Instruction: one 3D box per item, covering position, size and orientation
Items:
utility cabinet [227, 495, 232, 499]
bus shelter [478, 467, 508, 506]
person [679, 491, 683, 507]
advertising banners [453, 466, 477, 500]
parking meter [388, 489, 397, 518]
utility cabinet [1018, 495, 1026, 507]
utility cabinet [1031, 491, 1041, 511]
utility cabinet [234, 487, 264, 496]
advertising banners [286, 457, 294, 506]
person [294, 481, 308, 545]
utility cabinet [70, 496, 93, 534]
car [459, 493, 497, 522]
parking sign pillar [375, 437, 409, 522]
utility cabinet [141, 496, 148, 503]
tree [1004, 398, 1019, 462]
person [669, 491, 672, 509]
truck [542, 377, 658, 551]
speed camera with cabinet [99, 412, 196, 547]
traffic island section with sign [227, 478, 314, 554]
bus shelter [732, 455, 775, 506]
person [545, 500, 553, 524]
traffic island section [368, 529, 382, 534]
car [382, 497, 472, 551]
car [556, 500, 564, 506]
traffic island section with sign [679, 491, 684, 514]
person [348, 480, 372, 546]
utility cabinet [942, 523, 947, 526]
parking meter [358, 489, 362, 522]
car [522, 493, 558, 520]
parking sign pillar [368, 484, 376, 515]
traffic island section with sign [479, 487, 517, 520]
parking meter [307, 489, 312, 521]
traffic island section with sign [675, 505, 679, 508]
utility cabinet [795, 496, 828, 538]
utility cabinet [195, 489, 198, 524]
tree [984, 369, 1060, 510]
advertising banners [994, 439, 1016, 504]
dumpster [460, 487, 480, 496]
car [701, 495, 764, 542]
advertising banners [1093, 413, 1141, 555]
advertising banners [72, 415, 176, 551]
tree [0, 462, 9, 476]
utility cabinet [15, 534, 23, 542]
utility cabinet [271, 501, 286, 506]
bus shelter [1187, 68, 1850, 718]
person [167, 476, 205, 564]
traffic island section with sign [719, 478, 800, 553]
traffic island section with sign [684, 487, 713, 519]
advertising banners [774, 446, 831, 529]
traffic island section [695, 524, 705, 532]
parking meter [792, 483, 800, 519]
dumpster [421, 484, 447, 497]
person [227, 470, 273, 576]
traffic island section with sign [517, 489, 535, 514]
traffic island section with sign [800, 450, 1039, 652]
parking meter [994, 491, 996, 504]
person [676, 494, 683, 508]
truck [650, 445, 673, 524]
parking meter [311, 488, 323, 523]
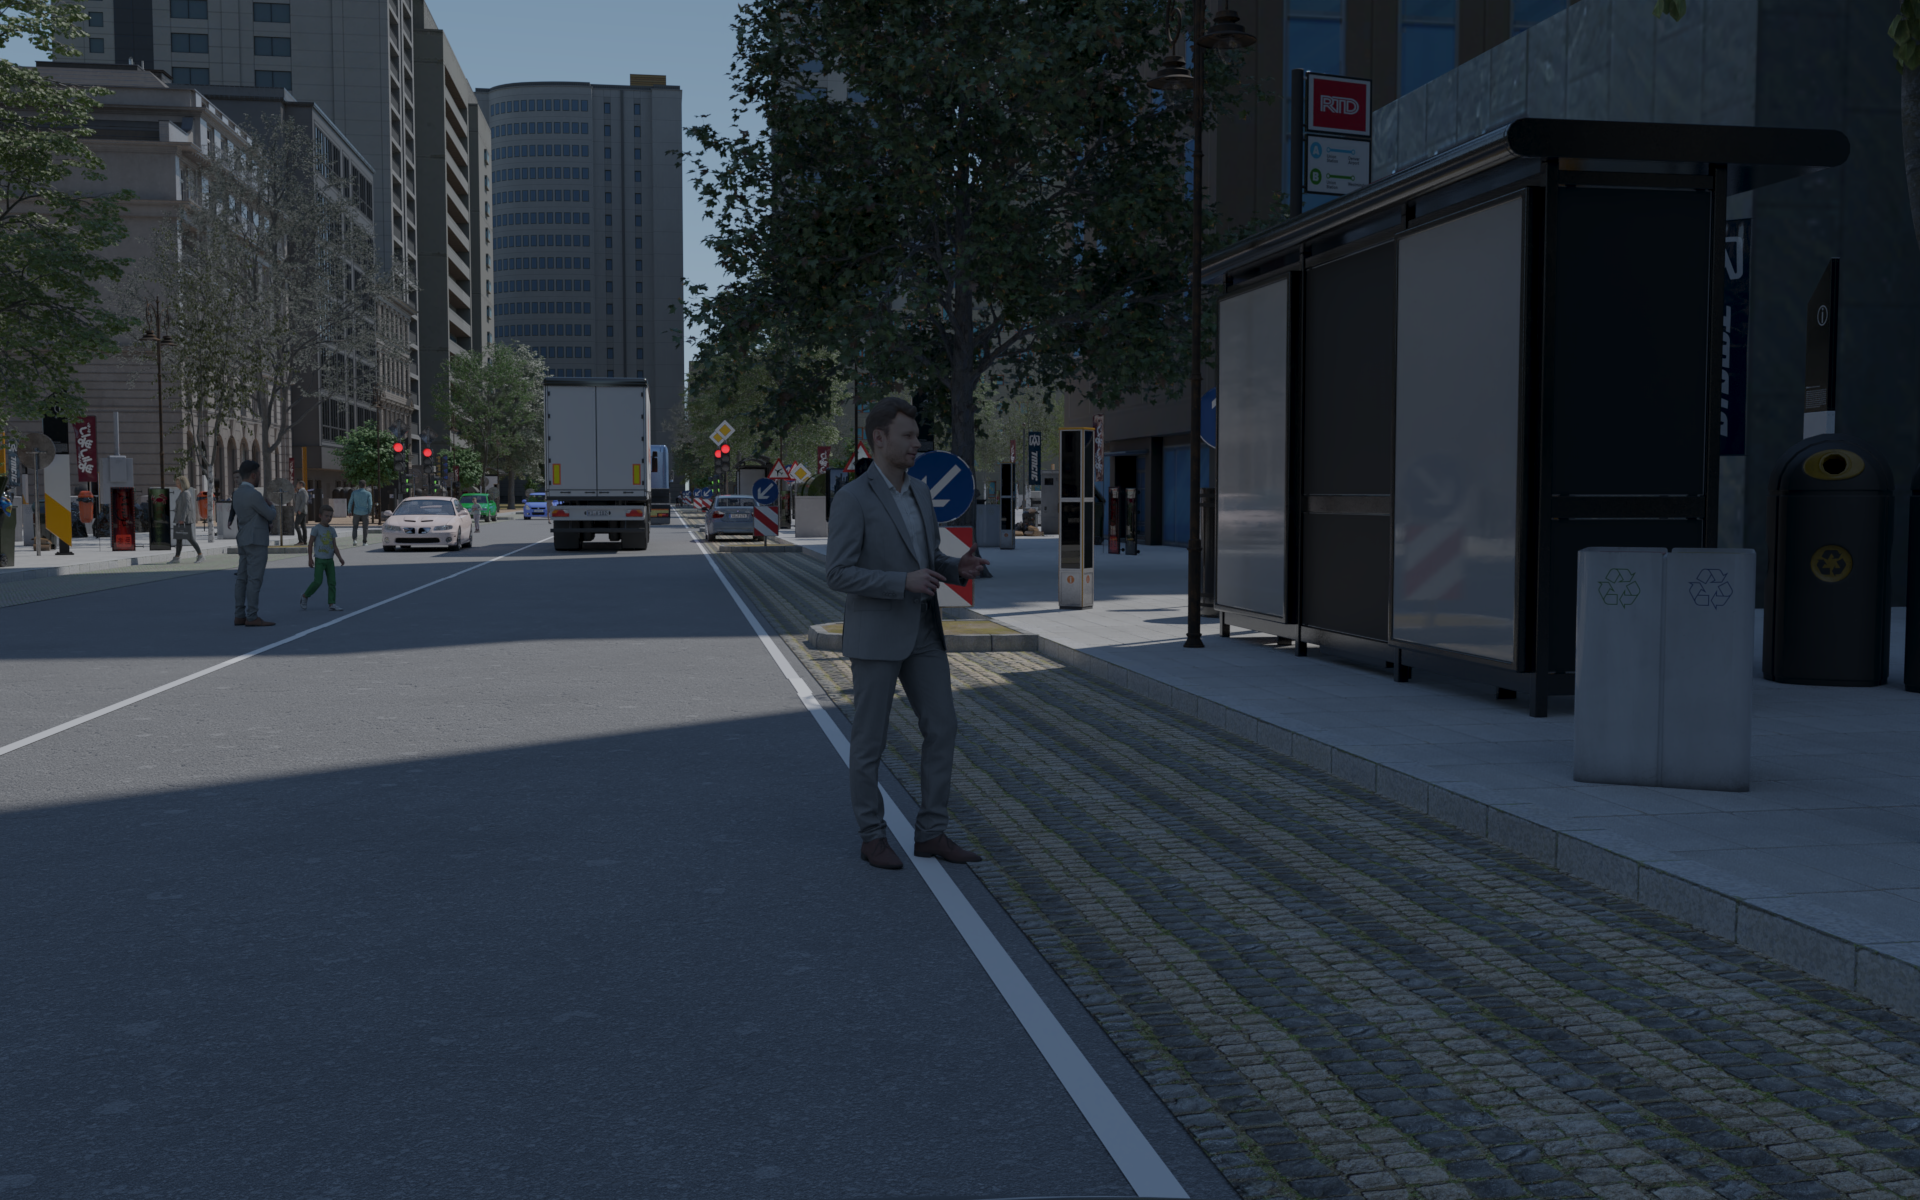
[{"bbox_3d":[-34.261,-4.347,82.228,0.306,1.237,1.020,2,4,27],"label":"utility cabinet"},{"bbox_3d":[-36.004,-8.517,133.175,2.014,3.302,5.546,-1,4,-10],"label":"bus shelter"},{"bbox_3d":[-28.713,-10.339,178.093,0.434,1.755,0.990,0,4,5],"label":"person"},{"bbox_3d":[-30.218,-6.706,105.828,2.074,3.025,0.090,2,4,30],"label":"advertising banners"},{"bbox_3d":[-25.664,-4.274,78.287,0.372,1.533,0.369,0,3,0],"label":"parking meter"},{"bbox_3d":[5.519,-8.502,150.175,1.020,1.237,0.306,0,4,6],"label":"utility cabinet"},{"bbox_3d":[5.781,-7.557,132.235,0.318,1.500,1.173,-3,5,-42],"label":"utility cabinet"},{"bbox_3d":[-23.456,-2.966,57.176,0.318,1.500,1.173,1,4,13],"label":"utility cabinet"},{"bbox_3d":[-32.413,-5.318,83.139,2.074,3.025,0.090,3,5,43],"label":"advertising banners"},{"bbox_3d":[-18.399,-2.423,48.295,0.473,1.802,0.592,0,4,-5],"label":"person"},{"bbox_3d":[-28.230,-2.695,55.226,1.020,1.237,0.306,-3,5,-43],"label":"utility cabinet"},{"bbox_3d":[-24.683,-4.858,88.217,1.959,1.807,4.718,-1,4,-8],"label":"car"},{"bbox_3d":[-26.611,-5.689,81.485,1.447,3.967,1.447,-1,4,-20],"label":"parking sign pillar"},{"bbox_3d":[-34.753,-3.862,74.301,1.020,1.237,0.306,3,4,39],"label":"utility cabinet"},{"bbox_3d":[4.850,-10.535,122.607,4.737,8.622,4.395,0,3,0],"label":"tree"},{"bbox_3d":[-28.579,-9.861,170.518,0.721,1.735,1.217,-1,4,-22],"label":"person"},{"bbox_3d":[-9.689,-3.565,47.202,2.839,4.237,11.283,-1,4,-10],"label":"truck"},{"bbox_3d":[-19.845,-2.933,42.298,2.038,3.252,0.660,-2,4,-34],"label":"speed camera with cabinet"},{"bbox_3d":[-16.551,-2.046,42.088,1.989,1.847,2.006,-1,4,-10],"label":"traffic island section with sign"},{"bbox_3d":[-10.769,-5.964,91.438,2.014,3.302,5.546,-1,4,-10],"label":"bus shelter"},{"bbox_3d":[-19.502,-4.510,82.573,0.599,1.781,0.374,3,5,39],"label":"person"},{"bbox_3d":[-20.584,-2.534,63.710,2.009,0.180,2.903,-1,4,-10],"label":"traffic island section"},{"bbox_3d":[-13.748,-1.987,44.857,2.083,1.381,4.827,-1,4,-10],"label":"car"},{"bbox_3d":[-24.406,-5.942,106.743,1.945,1.707,3.694,-1,4,-11],"label":"car"},{"bbox_3d":[-19.150,-7.157,125.643,1.989,1.847,2.006,-1,4,-10],"label":"traffic island section with sign"},{"bbox_3d":[-16.584,-2.406,47.855,0.660,1.820,0.620,-1,4,-12],"label":"person"},{"bbox_3d":[-0.371,-2.013,41.590,0.318,1.500,1.173,3,5,43],"label":"utility cabinet"},{"bbox_3d":[-30.147,-4.810,87.055,0.372,1.533,0.369,0,3,0],"label":"parking meter"},{"bbox_3d":[-23.551,-5.358,97.198,1.945,1.707,3.694,-1,4,-10],"label":"car"},{"bbox_3d":[-35.705,-7.129,105.035,1.447,3.967,1.447,-1,4,-12],"label":"parking sign pillar"},{"bbox_3d":[-25.782,-5.337,95.885,1.989,1.847,2.006,-1,4,-10],"label":"traffic island section with sign"},{"bbox_3d":[-30.639,-4.488,81.795,0.372,1.533,0.369,0,3,0],"label":"parking meter"},{"bbox_3d":[-27.433,-10.115,174.004,1.989,1.847,2.006,-1,4,-10],"label":"traffic island section with sign"},{"bbox_3d":[-4.370,-2.453,51.265,1.020,1.237,0.306,0,4,-4],"label":"utility cabinet"},{"bbox_3d":[-33.265,-3.998,74.044,1.173,1.500,0.318,-2,4,-33],"label":"utility cabinet"},{"bbox_3d":[3.823,-8.980,97.182,4.360,8.622,3.978,0,3,0],"label":"tree"},{"bbox_3d":[1.470,-3.676,56.283,0.090,3.025,2.074,-1,4,-16],"label":"advertising banners"},{"bbox_3d":[-34.672,-7.135,122.410,1.264,1.857,1.865,-1,4,-10],"label":"dumpster"},{"bbox_3d":[-6.924,-2.521,53.226,2.014,1.417,4.499,-1,4,-10],"label":"car"},{"bbox_3d":[3.312,-2.495,36.981,0.090,3.025,2.074,-1,4,-23],"label":"advertising banners"},{"bbox_3d":[-18.782,-2.611,38.884,2.074,3.025,0.090,-2,4,-33],"label":"advertising banners"},{"bbox_3d":[-31.233,-3.695,55.020,1.663,3.219,1.824,0,3,0],"label":"tree"},{"bbox_3d":[-25.807,-2.166,46.569,1.020,1.237,0.306,-2,4,-29],"label":"utility cabinet"},{"bbox_3d":[-23.749,-2.965,59.633,1.020,1.237,0.306,0,3,0],"label":"utility cabinet"},{"bbox_3d":[3.360,-2.231,14.107,2.179,5.291,8.768,-1,4,-10],"label":"bus shelter"},{"bbox_3d":[-15.869,-1.640,35.496,0.728,1.800,0.709,-2,4,-32],"label":"person"},{"bbox_3d":[-4.986,-2.106,43.067,1.989,1.847,2.006,-1,4,-10],"label":"traffic island section with sign"},{"bbox_3d":[-14.583,-5.529,99.019,1.989,1.847,2.006,-1,4,-10],"label":"traffic island section with sign"},{"bbox_3d":[-5.696,-4.096,63.163,2.074,3.025,0.090,1,4,11],"label":"advertising banners"},{"bbox_3d":[-10.213,-3.137,73.579,2.009,0.180,2.903,-1,4,-10],"label":"traffic island section"},{"bbox_3d":[-8.312,-5.021,87.803,0.255,1.863,0.399,2,4,26],"label":"parking meter"},{"bbox_3d":[-30.483,-5.783,100.312,1.264,1.857,1.865,-1,4,-10],"label":"dumpster"},{"bbox_3d":[-12.325,-1.317,29.812,0.659,1.850,0.755,1,4,19],"label":"person"},{"bbox_3d":[-30.342,-6.962,122.453,1.989,1.847,2.006,-1,4,-10],"label":"traffic island section with sign"},{"bbox_3d":[-0.420,-0.479,16.463,1.989,1.847,2.006,-1,4,-10],"label":"traffic island section with sign"},{"bbox_3d":[2.330,-6.075,107.744,0.372,1.533,0.369,0,3,0],"label":"parking meter"},{"bbox_3d":[-28.534,-10.058,176.139,0.628,1.438,0.799,2,4,30],"label":"person"},{"bbox_3d":[-16.240,-6.095,89.418,2.967,4.110,18.799,-1,4,-10],"label":"truck"},{"bbox_3d":[-28.881,-4.256,78.003,0.372,1.533,0.369,0,3,0],"label":"parking meter"}]
